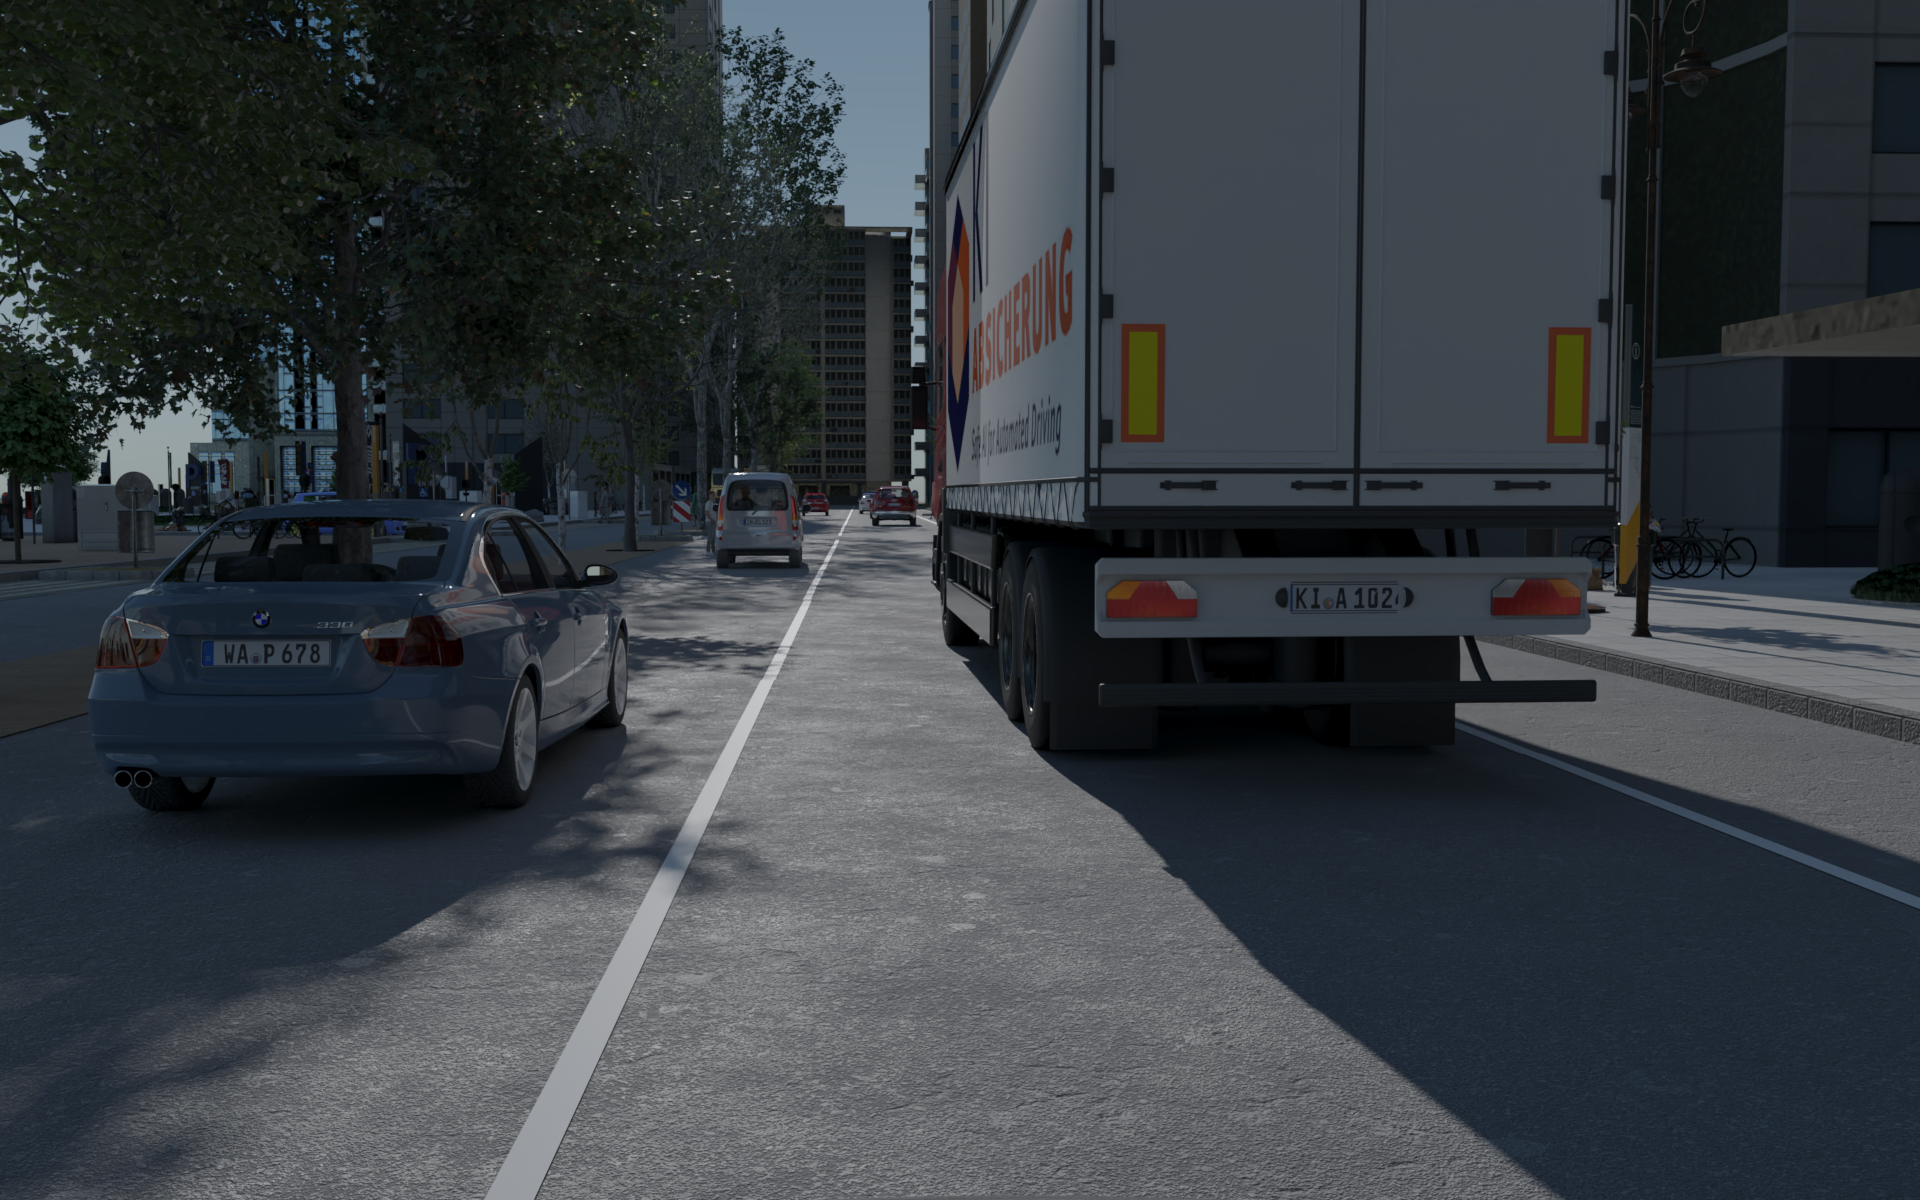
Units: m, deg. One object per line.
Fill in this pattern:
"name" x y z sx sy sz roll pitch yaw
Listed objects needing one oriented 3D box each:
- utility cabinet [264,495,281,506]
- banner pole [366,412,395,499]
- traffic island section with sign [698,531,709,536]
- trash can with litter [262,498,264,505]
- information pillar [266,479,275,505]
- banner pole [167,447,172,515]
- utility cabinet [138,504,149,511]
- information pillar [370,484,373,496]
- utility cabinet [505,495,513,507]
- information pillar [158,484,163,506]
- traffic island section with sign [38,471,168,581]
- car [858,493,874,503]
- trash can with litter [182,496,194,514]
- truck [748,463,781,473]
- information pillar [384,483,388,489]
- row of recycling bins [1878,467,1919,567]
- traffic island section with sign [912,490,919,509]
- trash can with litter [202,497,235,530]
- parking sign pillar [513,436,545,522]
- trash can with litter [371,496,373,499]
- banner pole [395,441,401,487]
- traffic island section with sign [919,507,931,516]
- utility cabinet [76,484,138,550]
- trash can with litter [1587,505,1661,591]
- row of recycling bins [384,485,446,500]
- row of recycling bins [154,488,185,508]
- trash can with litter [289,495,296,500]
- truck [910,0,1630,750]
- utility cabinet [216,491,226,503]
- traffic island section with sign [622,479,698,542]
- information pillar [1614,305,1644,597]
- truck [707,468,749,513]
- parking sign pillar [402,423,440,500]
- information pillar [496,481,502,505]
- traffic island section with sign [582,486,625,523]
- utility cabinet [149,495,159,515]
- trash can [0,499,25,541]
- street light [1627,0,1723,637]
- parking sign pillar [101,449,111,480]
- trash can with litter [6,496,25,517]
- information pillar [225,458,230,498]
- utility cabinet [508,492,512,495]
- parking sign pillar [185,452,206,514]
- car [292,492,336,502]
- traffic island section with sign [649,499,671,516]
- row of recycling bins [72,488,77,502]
"utility cabinet" -37.402 -5.096 94.485 0.306 1.237 1.020 3 5 40
"banner pole" -17.753 -3.824 52.534 0.863 3.779 0.401 -3 5 -42
"traffic island section with sign" -9.627 -3.192 60.320 2.006 1.907 1.989 0 4 -3
"trash can with litter" -51.877 -7.195 129.018 1.055 1.170 0.624 1 4 10
"information pillar" -32.920 -4.784 82.718 0.304 2.012 0.304 -3 5 -44
"banner pole" -41.669 -6.199 91.377 0.401 3.779 0.863 -1 4 -10
"utility cabinet" -40.036 -4.634 84.438 1.173 1.500 0.318 2 4 32
"information pillar" -43.004 -7.481 126.803 0.304 2.012 0.304 0 4 -6
"utility cabinet" -24.117 -5.046 93.660 0.306 1.237 1.020 2 4 32
"information pillar" -58.146 -7.433 126.020 0.304 2.012 0.304 -3 5 -43
"traffic island section with sign" -14.241 -1.275 29.478 1.989 1.847 2.006 0 4 -3
"car" -7.721 -8.435 147.503 1.945 1.707 3.694 0 4 -3
"trash can with litter" -37.180 -4.481 84.315 2.233 1.210 1.678 -1 4 -17
"truck" -17.957 -10.365 158.377 2.839 4.237 11.283 0 4 -2
"information pillar" -38.095 -6.755 114.941 0.304 2.012 0.304 -1 4 -9
"row of recycling bins" 15.305 -1.221 27.083 1.069 1.692 3.534 3 5 43
"traffic island section with sign" -4.371 -9.467 163.405 1.989 1.847 2.006 0 4 -3
"trash can with litter" -25.474 -2.941 59.478 1.055 1.170 0.624 0 4 1
"parking sign pillar" -19.883 -5.578 79.665 1.447 3.967 1.447 -2 4 -27
"trash can with litter" -40.608 -6.555 118.557 0.624 1.170 1.055 2 4 28
"banner pole" -23.429 -4.996 71.703 0.863 3.779 0.401 3 4 36
"traffic island section with sign" -1.497 -6.430 113.762 1.989 1.847 2.006 0 4 -3
"utility cabinet" -19.254 -1.857 39.036 1.173 1.500 0.318 0 4 3
"trash can with litter" 8.697 -0.709 22.987 1.055 1.170 0.624 1 4 10
"row of recycling bins" -24.007 -4.230 76.280 3.534 1.692 1.069 2 4 30
"row of recycling bins" -55.762 -7.069 122.693 3.534 1.692 1.069 -3 5 -40
"trash can with litter" -38.654 -5.415 99.593 2.233 1.210 1.678 0 4 -4
"truck" 1.273 -1.477 13.058 2.839 4.237 11.283 0 4 -5
"utility cabinet" -50.311 -6.682 117.930 0.318 1.500 1.173 0 4 -6
"traffic island section with sign" -9.210 -2.739 52.925 2.006 1.907 1.989 0 4 -3
"information pillar" 8.429 -1.855 21.685 0.183 3.616 0.504 3 5 45
"truck" -17.164 -8.257 130.933 3.469 3.379 9.791 0 4 -2
"parking sign pillar" -20.590 -4.753 66.188 1.447 3.967 1.447 -3 4 -37
"information pillar" -24.725 -5.410 92.948 0.304 2.012 0.304 -1 4 -13
"traffic island section with sign" -17.455 -4.686 85.245 1.989 1.847 2.006 0 4 -3
"utility cabinet" -46.411 -5.406 99.542 0.306 1.237 1.020 0 4 -1
"trash can" -25.782 -2.164 47.027 0.748 1.137 0.748 0 3 0
"street light" 6.146 -2.609 15.440 0.468 5.910 1.993 0 4 -3
"parking sign pillar" -51.298 -7.071 104.083 1.447 3.967 1.447 -1 4 -21
"trash can with litter" -52.095 -5.164 95.497 1.678 1.210 2.233 0 4 -7
"information pillar" -47.593 -7.427 112.794 0.504 3.616 0.183 1 4 14
"utility cabinet" -32.727 -7.197 126.349 0.318 1.500 1.173 -1 4 -18
"parking sign pillar" -49.044 -7.501 111.120 1.447 3.967 1.447 1 4 21
"car" -19.348 -2.753 54.607 3.694 1.707 1.945 0 4 -3
"traffic island section with sign" -19.023 -6.333 112.175 1.989 1.847 2.006 0 4 -3
"row of recycling bins" -54.085 -6.161 107.840 3.534 1.692 1.069 0 4 1
